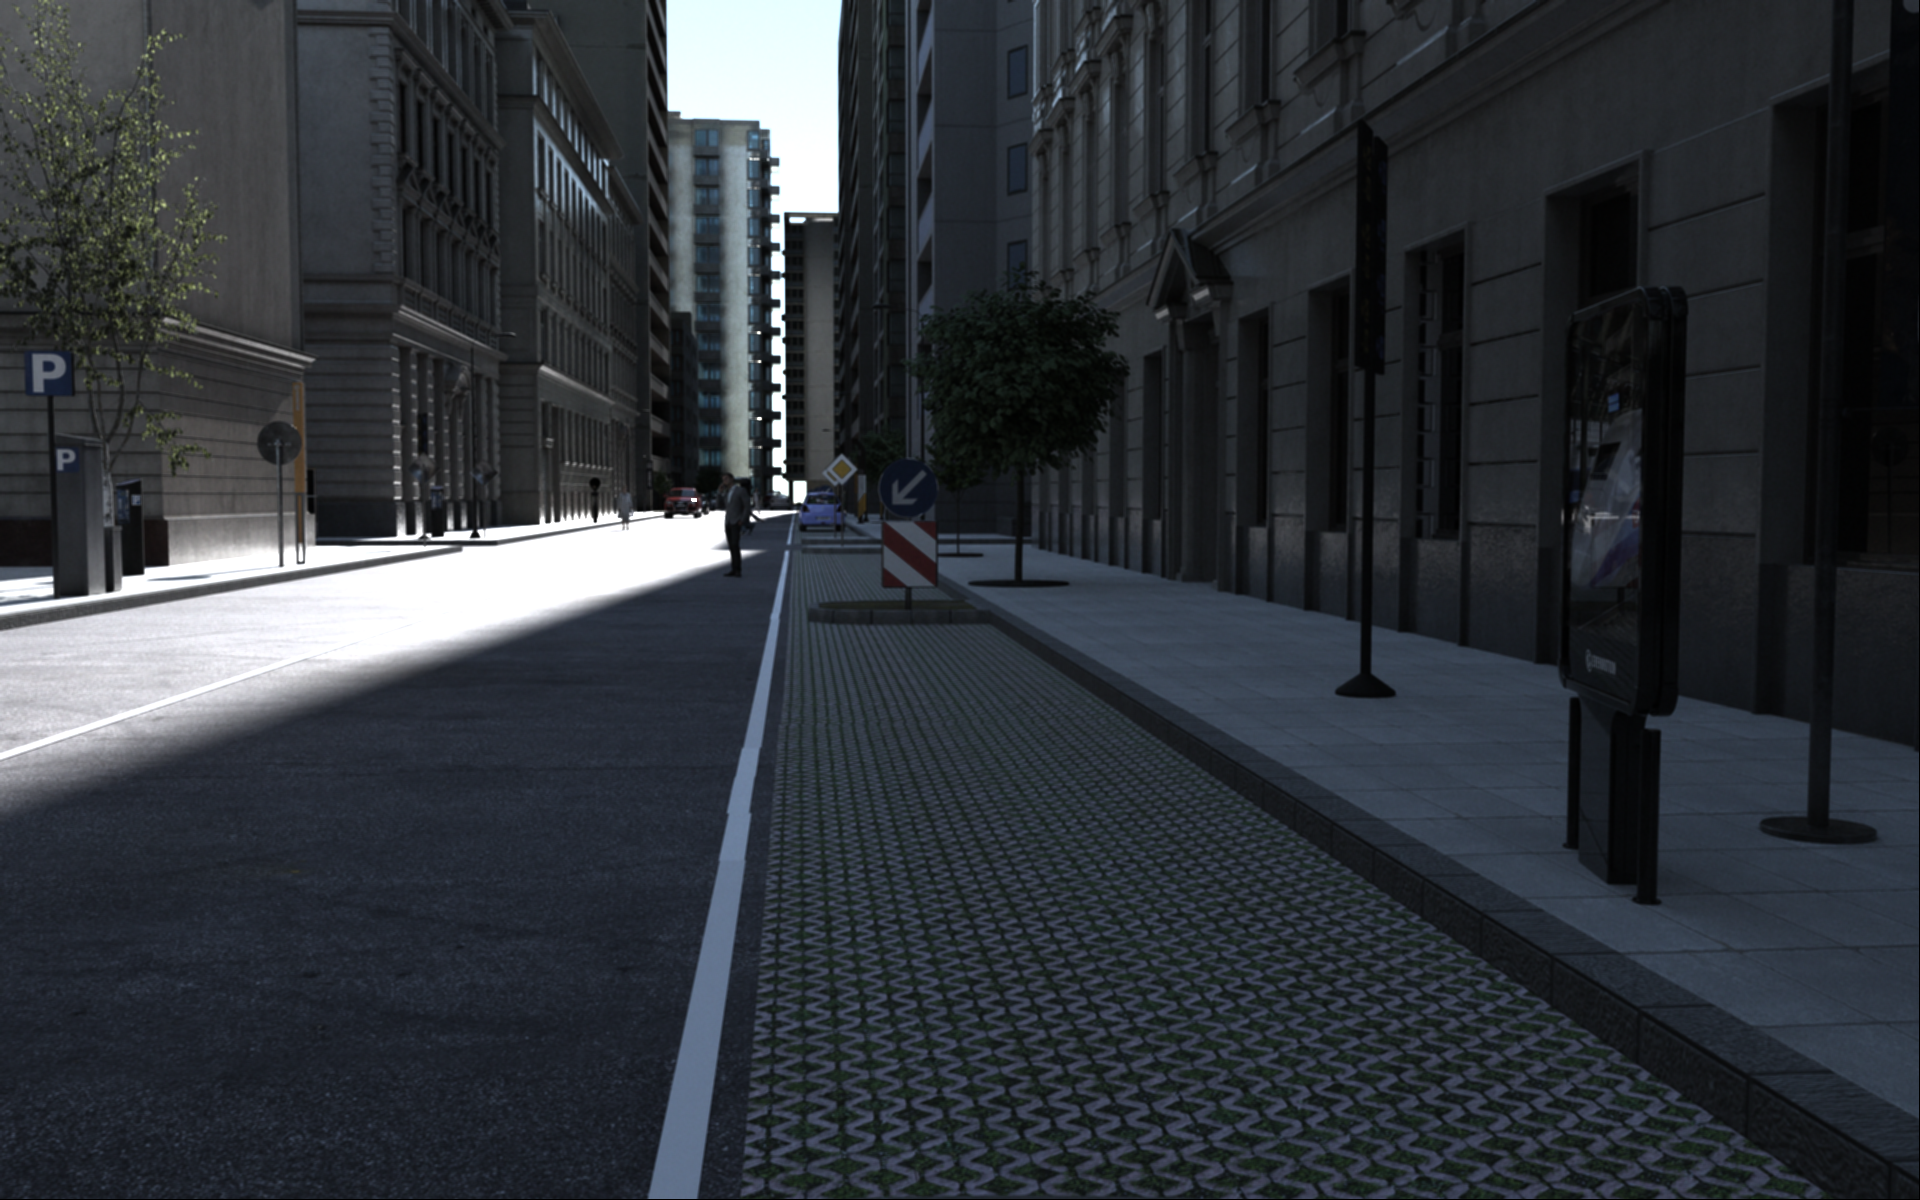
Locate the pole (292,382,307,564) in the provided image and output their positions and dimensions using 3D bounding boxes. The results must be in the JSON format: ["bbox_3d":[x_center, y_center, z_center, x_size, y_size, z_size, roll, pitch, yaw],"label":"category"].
[{"bbox_3d":[-12.086,-2.315,31.700,0.158,3.312,0.155,0,3,0],"label":"pole"}]

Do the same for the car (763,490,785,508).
[{"bbox_3d":[-19.554,-10.584,181.723,2.281,1.827,5.304,0,4,-5],"label":"car"}]

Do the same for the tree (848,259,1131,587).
[{"bbox_3d":[0.762,-2.487,24.375,4.285,4.588,4.351,0,3,0],"label":"tree"}]

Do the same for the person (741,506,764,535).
[{"bbox_3d":[-7.376,-2.861,60.783,1.012,1.151,0.738,-1,4,-20],"label":"person"}]

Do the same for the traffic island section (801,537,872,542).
[{"bbox_3d":[-3.611,-1.723,50.447,2.009,0.180,2.903,0,4,-5],"label":"traffic island section"}]

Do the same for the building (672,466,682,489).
[{"bbox_3d":[-35.656,-43.768,153.857,20.563,71.187,20.611,0,4,-5],"label":"building"}]

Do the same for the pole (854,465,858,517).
[{"bbox_3d":[-5.835,-6.331,97.357,0.158,3.312,0.155,0,3,0],"label":"pole"}]

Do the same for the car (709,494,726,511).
[{"bbox_3d":[-20.279,-8.264,147.123,2.014,1.417,4.499,0,4,-4],"label":"car"}]

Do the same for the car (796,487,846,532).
[{"bbox_3d":[-5.356,-3.504,66.877,1.945,1.707,3.694,0,4,-7],"label":"car"}]

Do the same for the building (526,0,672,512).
[{"bbox_3d":[-33.971,-31.182,133.524,21.300,48.544,21.600,0,4,-5],"label":"building"}]

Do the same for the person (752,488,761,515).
[{"bbox_3d":[-13.892,-6.703,117.967,0.818,1.842,0.514,1,4,9],"label":"person"}]

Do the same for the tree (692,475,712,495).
[{"bbox_3d":[-26.725,-11.376,180.592,1.663,3.219,1.824,0,3,0],"label":"tree"}]

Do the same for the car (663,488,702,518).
[{"bbox_3d":[-16.614,-5.830,103.985,2.281,1.827,5.304,0,4,-6],"label":"car"}]

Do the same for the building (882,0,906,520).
[{"bbox_3d":[2.889,-19.502,90.559,14.160,30.474,14.107,0,4,-5],"label":"building"}]

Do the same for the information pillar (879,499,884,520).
[{"bbox_3d":[-3.842,-5.755,85.448,0.183,3.616,0.504,1,4,13],"label":"information pillar"}]

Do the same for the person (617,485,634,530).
[{"bbox_3d":[-13.291,-3.673,68.913,0.694,1.780,0.624,0,4,1],"label":"person"}]

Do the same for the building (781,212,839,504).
[{"bbox_3d":[-11.137,-32.623,225.260,23.993,40.220,32.217,0,4,-5],"label":"building"}]

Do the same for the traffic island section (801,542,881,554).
[{"bbox_3d":[-2.866,-1.236,42.497,2.009,0.180,2.903,0,4,-5],"label":"traffic island section"}]

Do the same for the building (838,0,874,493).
[{"bbox_3d":[-0.317,-32.814,160.205,21.300,48.544,21.600,0,4,-5],"label":"building"}]

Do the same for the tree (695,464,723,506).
[{"bbox_3d":[-27.047,-12.465,187.519,4.285,4.588,4.351,0,3,0],"label":"tree"}]

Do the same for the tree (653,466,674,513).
[{"bbox_3d":[-20.355,-7.580,118.532,1.663,3.219,1.824,0,3,0],"label":"tree"}]

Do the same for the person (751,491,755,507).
[{"bbox_3d":[-23.400,-11.477,196.143,0.705,1.824,1.348,1,4,21],"label":"person"}]

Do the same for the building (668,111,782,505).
[{"bbox_3d":[-37.932,-36.663,219.043,30.456,49.044,23.786,0,4,-5],"label":"building"}]

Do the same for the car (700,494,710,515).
[{"bbox_3d":[-18.174,-6.681,119.013,2.009,1.686,4.222,0,4,-5],"label":"car"}]

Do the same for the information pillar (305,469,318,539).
[{"bbox_3d":[-18.725,-2.781,49.969,0.304,2.012,0.304,-1,4,-12],"label":"information pillar"}]

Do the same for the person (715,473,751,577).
[{"bbox_3d":[-3.953,-1.313,30.142,0.473,1.802,0.592,-3,4,-39],"label":"person"}]

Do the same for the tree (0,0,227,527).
[{"bbox_3d":[-12.581,-4.580,25.242,4.360,8.622,3.978,0,3,0],"label":"tree"}]

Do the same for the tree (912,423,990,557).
[{"bbox_3d":[-0.169,-2.506,35.582,1.663,3.219,1.824,0,3,0],"label":"tree"}]

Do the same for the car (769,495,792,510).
[{"bbox_3d":[-15.984,-8.682,154.309,2.083,1.381,4.827,0,4,-5],"label":"car"}]

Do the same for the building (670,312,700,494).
[{"bbox_3d":[-43.013,-20.705,183.566,28.899,21.520,27.650,0,4,-5],"label":"building"}]

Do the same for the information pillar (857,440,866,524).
[{"bbox_3d":[-4.251,-5.108,74.871,0.183,3.616,0.504,-3,5,-40],"label":"information pillar"}]

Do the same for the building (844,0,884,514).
[{"bbox_3d":[2.669,-41.374,114.718,20.563,71.187,20.611,0,4,-5],"label":"building"}]
